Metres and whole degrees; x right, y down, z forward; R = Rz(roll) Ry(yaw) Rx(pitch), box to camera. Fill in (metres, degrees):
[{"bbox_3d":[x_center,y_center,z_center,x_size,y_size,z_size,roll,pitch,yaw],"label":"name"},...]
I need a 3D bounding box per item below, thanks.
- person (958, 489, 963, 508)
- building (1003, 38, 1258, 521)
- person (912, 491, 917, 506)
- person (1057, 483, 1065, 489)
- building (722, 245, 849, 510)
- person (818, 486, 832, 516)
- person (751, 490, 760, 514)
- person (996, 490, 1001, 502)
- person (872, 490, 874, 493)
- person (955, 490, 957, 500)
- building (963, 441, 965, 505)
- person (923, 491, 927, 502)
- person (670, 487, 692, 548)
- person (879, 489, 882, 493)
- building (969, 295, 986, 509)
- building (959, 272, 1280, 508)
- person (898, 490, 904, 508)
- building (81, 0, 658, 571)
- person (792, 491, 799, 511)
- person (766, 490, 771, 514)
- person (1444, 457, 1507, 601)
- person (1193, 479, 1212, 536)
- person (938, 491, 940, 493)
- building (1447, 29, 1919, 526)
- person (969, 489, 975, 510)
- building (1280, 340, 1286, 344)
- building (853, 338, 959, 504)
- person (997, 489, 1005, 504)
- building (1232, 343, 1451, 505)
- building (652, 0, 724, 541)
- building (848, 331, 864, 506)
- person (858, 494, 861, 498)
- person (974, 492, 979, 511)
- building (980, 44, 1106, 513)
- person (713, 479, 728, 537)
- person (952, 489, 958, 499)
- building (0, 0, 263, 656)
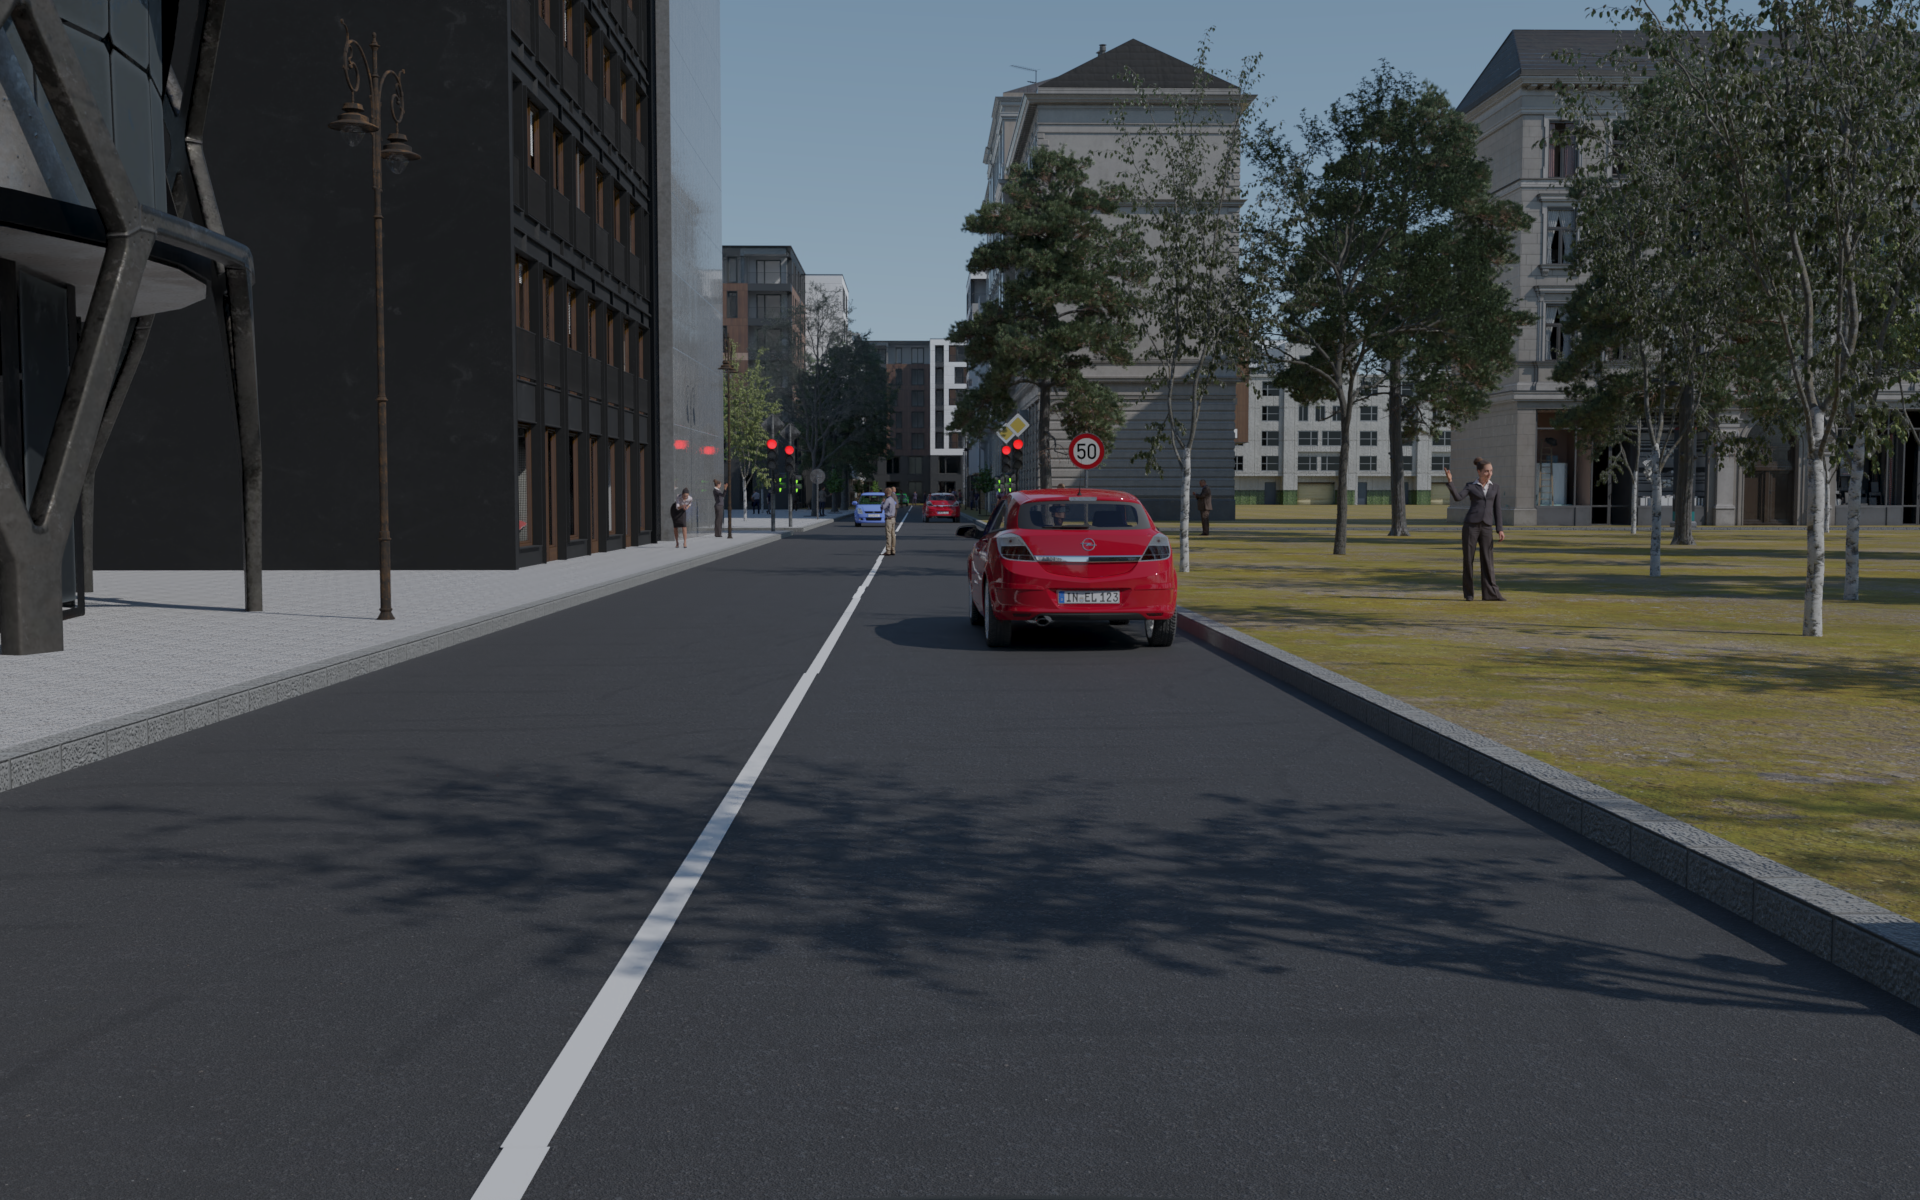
[{"bbox_3d":[0.087,-9.675,164.945,0.721,1.743,1.217,-1,4,-12],"label":"person"},{"bbox_3d":[8.285,-16.089,91.935,11.050,23.489,19.941,0,4,-1],"label":"building"},{"bbox_3d":[-5.496,-12.152,207.632,0.683,1.767,0.568,-2,4,-23],"label":"person"},{"bbox_3d":[2.417,-2.118,42.937,0.388,1.546,0.482,2,4,27],"label":"person"},{"bbox_3d":[-24.778,-19.241,158.565,27.936,21.610,32.646,0,4,-1],"label":"building"},{"bbox_3d":[-8.008,-5.883,102.766,0.750,1.759,0.617,-2,4,-35],"label":"person"},{"bbox_3d":[-13.035,-6.244,110.349,0.614,1.554,0.590,-2,4,-34],"label":"person"},{"bbox_3d":[2.206,-5.362,94.658,0.436,1.711,0.756,1,4,21],"label":"person"},{"bbox_3d":[-10.105,-11.766,198.940,0.617,1.759,0.750,2,4,28],"label":"person"},{"bbox_3d":[-0.553,-12.706,214.344,0.434,1.755,0.990,-1,4,-16],"label":"person"},{"bbox_3d":[5.116,-16.046,204.504,9.099,9.664,28.070,0,4,-1],"label":"building"},{"bbox_3d":[-3.554,-10.155,175.454,0.530,1.710,0.541,0,4,8],"label":"person"},{"bbox_3d":[-6.595,-1.946,41.045,0.799,1.438,0.628,2,4,33],"label":"person"},{"bbox_3d":[-6.645,-8.298,144.169,0.705,1.824,1.348,-2,4,-26],"label":"person"},{"bbox_3d":[8.843,-18.073,151.915,16.016,20.091,11.380,0,4,-1],"label":"building"},{"bbox_3d":[14.491,-20.184,173.980,27.936,21.610,32.646,0,4,-1],"label":"building"},{"bbox_3d":[-6.022,-10.295,176.830,0.705,1.824,1.348,-2,4,-33],"label":"person"},{"bbox_3d":[-13.807,-12.630,36.184,12.332,23.373,15.834,0,4,-1],"label":"building"},{"bbox_3d":[-12.451,-7.557,130.287,0.600,1.739,0.565,3,5,41],"label":"person"},{"bbox_3d":[-11.933,-6.144,108.706,0.569,1.553,0.471,-2,4,-34],"label":"person"},{"bbox_3d":[6.136,-0.845,20.656,0.742,1.727,0.445,-2,4,-31],"label":"person"},{"bbox_3d":[7.486,-2.861,53.501,0.600,1.739,0.565,-1,4,-22],"label":"person"},{"bbox_3d":[-1.856,-8.710,151.623,1.217,1.736,0.721,0,4,-5],"label":"person"},{"bbox_3d":[23.491,-13.605,73.350,40.483,20.767,10.553,0,4,-1],"label":"building"},{"bbox_3d":[1.008,-7.989,137.486,0.431,1.722,0.655,-1,4,-22],"label":"person"},{"bbox_3d":[26.407,-24.360,242.262,32.646,21.610,27.936,0,4,-1],"label":"building"},{"bbox_3d":[-6.419,-24.285,241.036,32.646,21.610,27.936,0,4,-1],"label":"building"},{"bbox_3d":[1.907,-4.303,78.614,0.569,1.553,0.471,1,4,21],"label":"person"},{"bbox_3d":[46.073,-21.057,210.732,31.486,18.905,16.747,0,4,-1],"label":"building"},{"bbox_3d":[-17.829,-14.316,52.084,19.932,24.808,12.078,0,4,-1],"label":"building"},{"bbox_3d":[-17.257,-21.586,209.356,11.380,20.091,16.016,0,4,-1],"label":"building"},{"bbox_3d":[-10.187,-10.549,178.532,0.705,1.823,1.348,1,4,12],"label":"person"},{"bbox_3d":[1.353,-7.524,131.276,0.471,1.553,0.569,-1,4,-12],"label":"person"},{"bbox_3d":[8.461,-19.931,111.777,13.634,28.700,20.117,0,4,-1],"label":"building"},{"bbox_3d":[-7.065,-2.725,51.402,0.742,1.727,0.445,3,4,37],"label":"person"},{"bbox_3d":[-0.564,-10.579,178.875,0.709,1.838,0.599,-1,4,-17],"label":"person"},{"bbox_3d":[-15.459,-8.981,14.287,16.820,18.784,16.811,0,4,-1],"label":"building"}]
